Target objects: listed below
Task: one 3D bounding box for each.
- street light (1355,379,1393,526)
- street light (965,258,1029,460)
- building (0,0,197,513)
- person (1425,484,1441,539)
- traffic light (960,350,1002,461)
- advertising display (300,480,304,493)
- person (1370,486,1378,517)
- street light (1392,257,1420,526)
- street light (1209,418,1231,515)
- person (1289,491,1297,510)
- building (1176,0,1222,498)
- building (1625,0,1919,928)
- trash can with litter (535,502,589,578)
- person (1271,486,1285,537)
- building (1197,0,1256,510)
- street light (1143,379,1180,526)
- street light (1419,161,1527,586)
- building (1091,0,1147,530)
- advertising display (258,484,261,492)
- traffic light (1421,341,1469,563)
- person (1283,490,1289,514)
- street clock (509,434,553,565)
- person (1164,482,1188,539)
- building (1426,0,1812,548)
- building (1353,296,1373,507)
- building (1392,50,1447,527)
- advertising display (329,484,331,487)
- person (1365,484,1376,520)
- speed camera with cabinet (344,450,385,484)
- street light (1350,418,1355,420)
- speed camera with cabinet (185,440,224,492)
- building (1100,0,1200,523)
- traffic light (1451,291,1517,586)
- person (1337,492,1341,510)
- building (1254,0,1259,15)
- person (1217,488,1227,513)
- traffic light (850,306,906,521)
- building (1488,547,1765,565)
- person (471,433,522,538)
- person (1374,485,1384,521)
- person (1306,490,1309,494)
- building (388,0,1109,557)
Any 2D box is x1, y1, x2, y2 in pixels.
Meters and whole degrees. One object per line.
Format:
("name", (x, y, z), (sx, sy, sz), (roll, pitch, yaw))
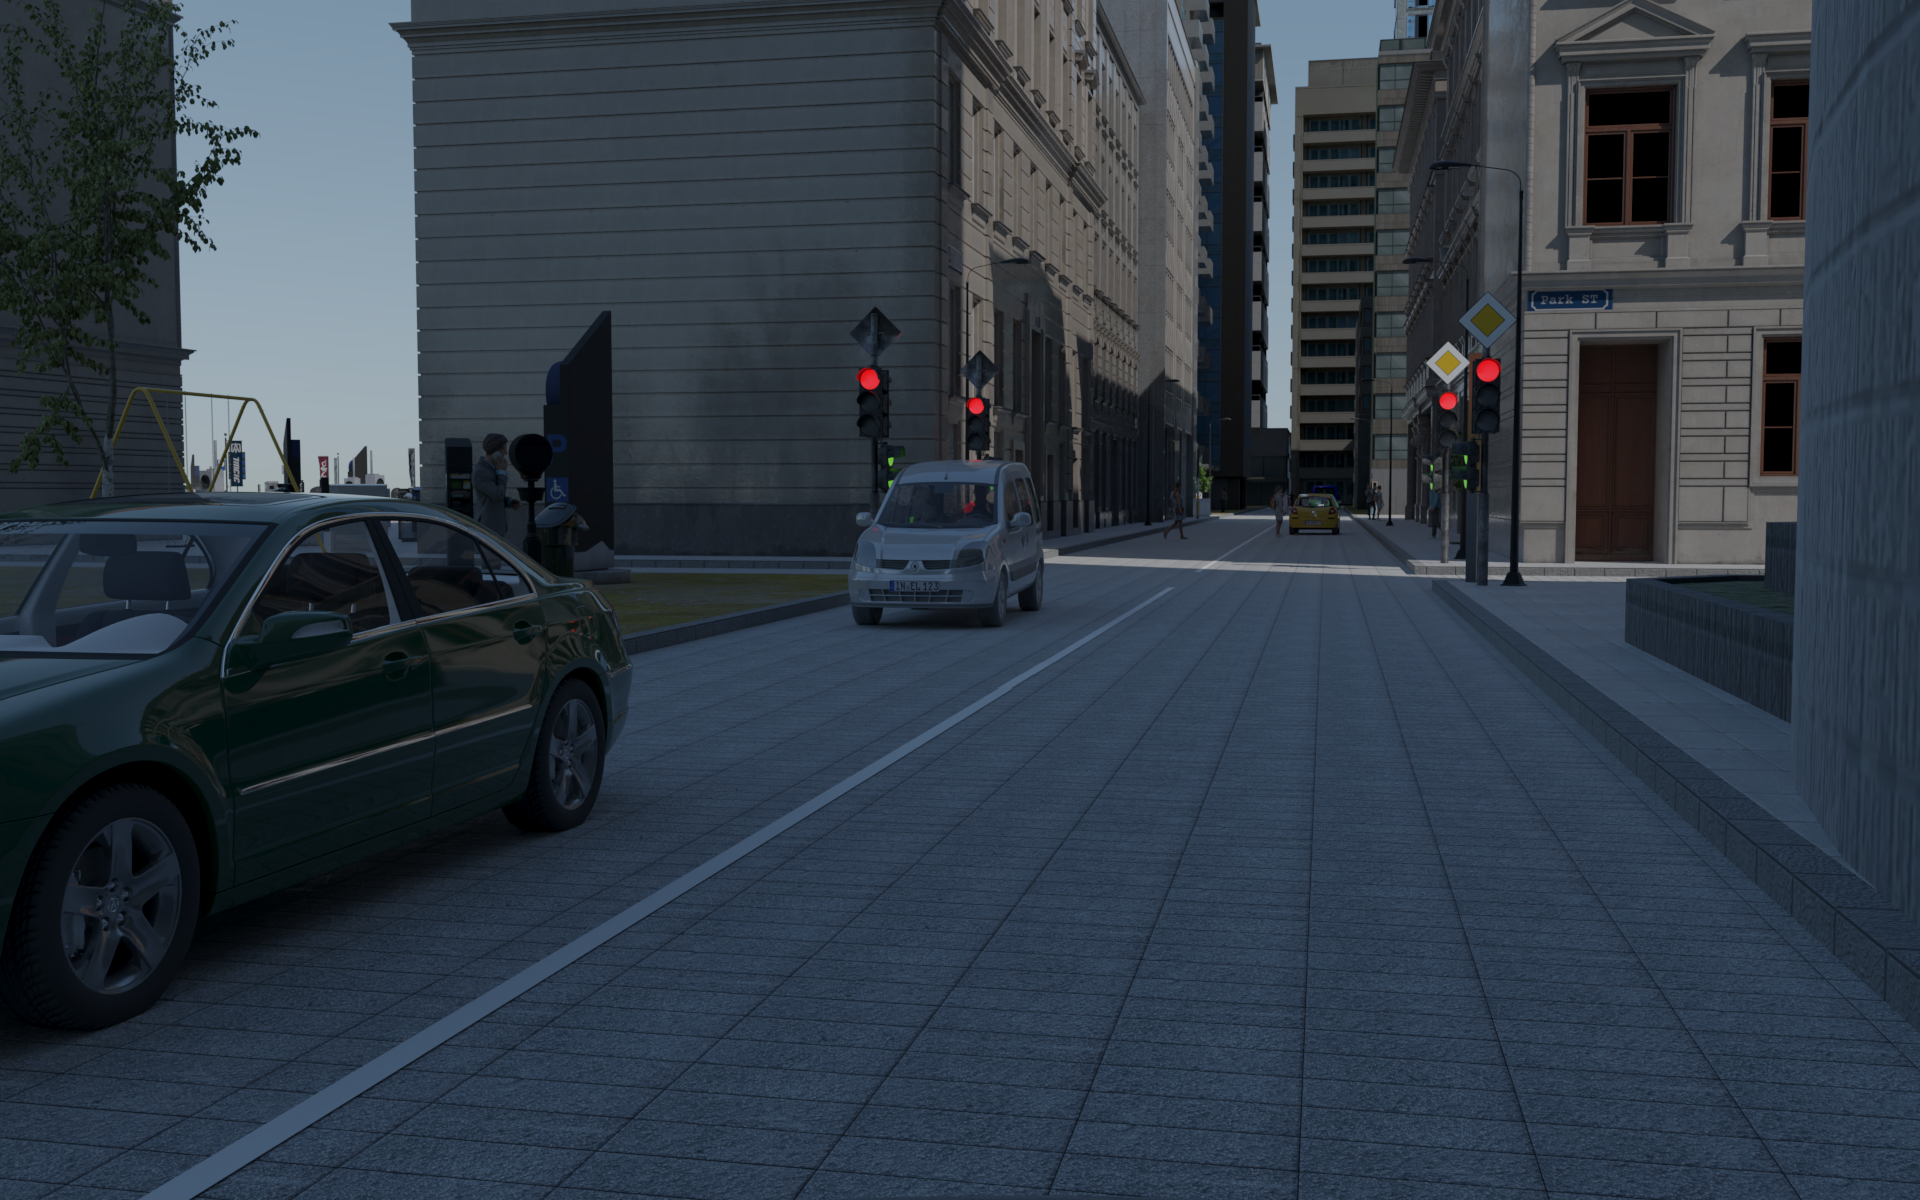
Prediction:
("street light", (16.784, -5.943, 69.708), (1.470, 5.913, 1.316), (1, 4, 12))
("street light", (0.673, -3.777, 34.295), (1.470, 5.913, 1.316), (1, 4, 12))
("building", (-32.469, -12.793, 45.328), (21.152, 22.565, 11.583), (1, 4, 12))
("person", (13.548, -2.638, 49.189), (0.620, 1.820, 0.660), (1, 4, 9))
("traffic light", (0.388, -2.744, 33.791), (0.839, 4.253, 0.868), (1, 4, 12))
("advertising display", (-30.551, -4.554, 79.668), (0.974, 1.923, 0.123), (2, 4, 25))
("person", (23.019, -5.463, 96.194), (0.643, 1.720, 0.563), (1, 4, 9))
("street light", (9.374, -3.762, 34.056), (1.470, 5.913, 1.316), (1, 4, 12))
("street light", (15.851, -8.167, 106.077), (1.470, 5.913, 1.316), (1, 4, 12))
("person", (30.292, -9.086, 157.876), (1.217, 1.723, 0.721), (-2, 4, -26))
("building", (6.546, -30.890, 124.667), (23.786, 49.044, 30.456), (1, 4, 12))
("building", (12.927, -28.045, 0.528), (21.231, 58.520, 28.212), (1, 4, 12))
("trash can with litter", (-5.377, -0.684, 22.579), (0.624, 1.170, 1.055), (2, 4, 23))
("person", (10.608, -2.945, 57.660), (0.522, 1.701, 0.512), (-1, 4, -11))
("building", (17.463, -30.340, 146.174), (14.600, 45.320, 14.200), (1, 4, 12))
("street light", (8.181, -5.974, 70.216), (1.470, 5.913, 1.316), (1, 4, 12))
("street light", (7.226, -3.159, 24.194), (1.470, 5.913, 1.316), (1, 4, 12))
("building", (1.564, -13.442, 68.925), (9.793, 20.994, 18.267), (1, 4, 12))
("advertising display", (-46.140, -6.659, 114.094), (0.123, 1.923, 0.974), (-1, 4, -18))
("traffic light", (8.964, -2.635, 32.001), (0.839, 4.253, 0.868), (1, 4, 12))
("person", (23.279, -6.998, 123.589), (0.621, 1.740, 0.551), (-3, 4, -39))
("street clock", (-5.152, -0.995, 20.831), (0.471, 2.002, 0.358), (-2, 4, -34))
("person", (6.847, -2.823, 54.749), (0.778, 1.811, 0.616), (0, 4, -2))
("building", (20.925, -13.309, 53.752), (11.583, 22.565, 21.152), (1, 4, 12))
("building", (51.490, -19.436, 162.825), (27.650, 21.520, 28.899), (1, 4, 12))
("building", (26.496, -14.297, 84.666), (10.553, 20.767, 40.483), (1, 4, 12))
("advertising display", (-41.333, -6.701, 114.775), (0.974, 1.923, 0.123), (-1, 4, -13))
("person", (20.424, -4.880, 86.013), (0.592, 1.802, 0.473), (1, 4, 15))
("speed camera with cabinet", (-26.697, -5.103, 77.774), (0.660, 3.252, 2.038), (1, 4, 19))
("street light", (24.392, -8.121, 105.317), (1.470, 5.913, 1.316), (1, 4, 12))
("speed camera with cabinet", (-28.005, -4.248, 63.783), (2.038, 3.252, 0.660), (2, 4, 29))
("building", (5.323, -16.515, 88.039), (12.078, 24.808, 19.932), (1, 4, 12))
("traffic light", (7.312, -2.157, 24.188), (0.839, 4.253, 0.868), (1, 4, 12))
("person", (33.695, -8.818, 154.144), (0.415, 1.643, 0.593), (2, 4, 33))
("building", (14.763, -35.505, 169.738), (27.495, 52.752, 28.713), (1, 4, 12))
("person", (18.213, -6.951, 120.409), (0.721, 1.735, 1.217), (-1, 4, -21))
("traffic light", (-1.264, -2.266, 25.978), (0.839, 4.253, 0.868), (1, 4, 12))
("building", (21.023, -12.122, 34.352), (21.152, 22.565, 11.583), (1, 4, 12))
("person", (-4.353, -0.640, 16.314), (0.447, 1.846, 0.655), (-1, 4, -12))
("person", (19.920, -4.605, 82.343), (0.522, 1.701, 0.512), (-1, 4, -23))
("person", (28.467, -8.081, 141.340), (0.721, 1.735, 1.217), (3, 5, 41))
("building", (-3.480, -15.275, 47.005), (12.463, 27.353, 25.104), (1, 4, 12))
